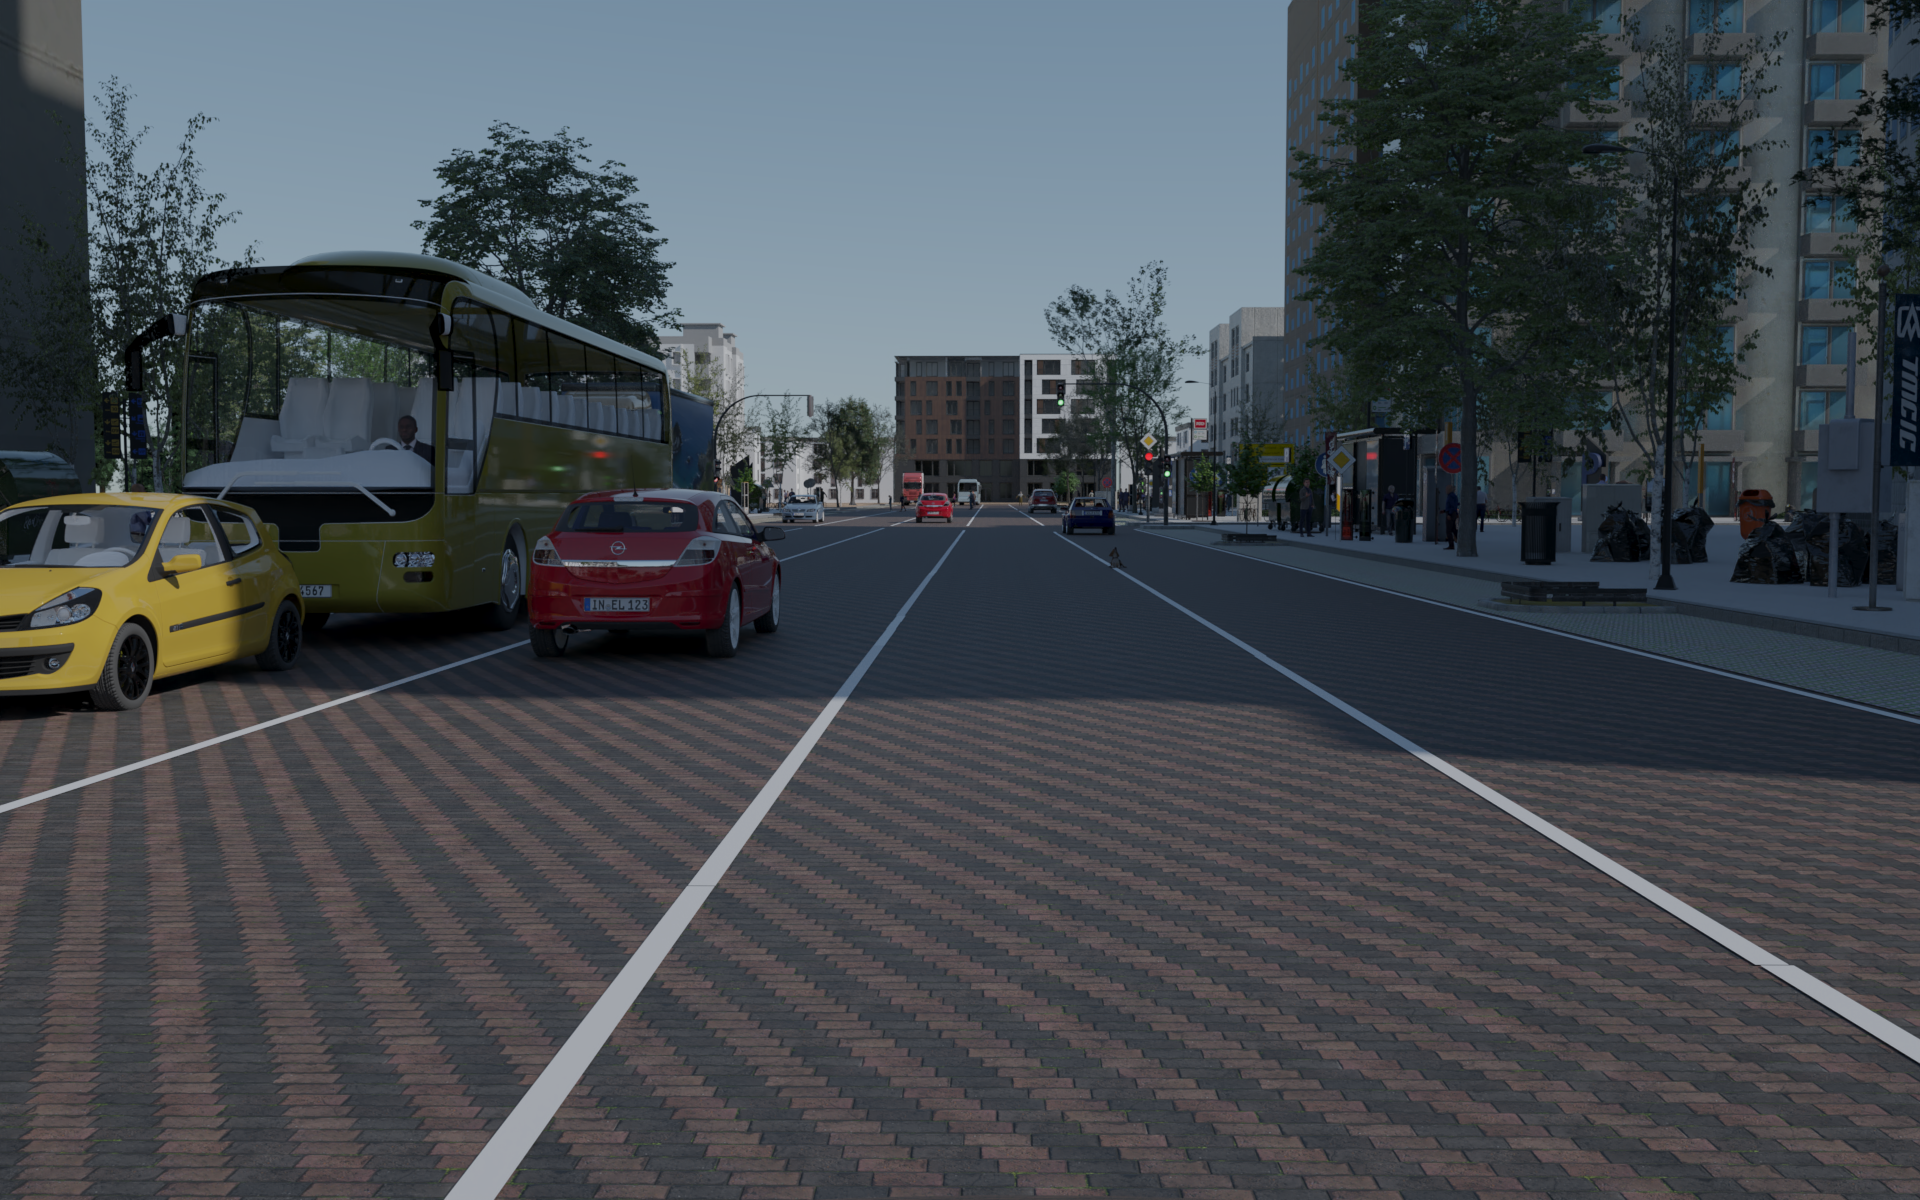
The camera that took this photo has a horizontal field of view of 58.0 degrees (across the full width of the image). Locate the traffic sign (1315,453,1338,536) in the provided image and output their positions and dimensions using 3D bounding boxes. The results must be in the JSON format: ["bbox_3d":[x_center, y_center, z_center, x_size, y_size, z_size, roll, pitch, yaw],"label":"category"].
[{"bbox_3d":[11.129,-3.201,52.450,0.768,2.556,0.104,0,4,5],"label":"traffic sign"}]

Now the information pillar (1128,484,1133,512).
[{"bbox_3d":[12.566,-7.523,127.490,0.304,2.012,0.304,-1,4,-12],"label":"information pillar"}]

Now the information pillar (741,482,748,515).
[{"bbox_3d":[-13.286,-6.271,107.027,0.304,2.012,0.304,-3,5,-42],"label":"information pillar"}]

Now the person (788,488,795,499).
[{"bbox_3d":[-12.495,-7.447,128.713,0.541,1.710,0.530,1,4,17],"label":"person"}]

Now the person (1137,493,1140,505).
[{"bbox_3d":[20.994,-12.008,205.630,0.557,1.426,1.065,-2,4,-35],"label":"person"}]

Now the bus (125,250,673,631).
[{"bbox_3d":[-5.873,-1.825,21.381,2.896,3.916,12.252,0,4,1],"label":"bus"}]

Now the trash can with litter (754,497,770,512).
[{"bbox_3d":[-14.063,-6.888,123.998,0.624,1.170,1.055,1,4,18],"label":"trash can with litter"}]

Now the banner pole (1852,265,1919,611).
[{"bbox_3d":[10.310,-1.777,19.079,0.863,3.779,0.401,-1,4,-13],"label":"banner pole"}]

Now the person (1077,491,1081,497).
[{"bbox_3d":[11.989,-10.240,174.932,0.415,1.643,0.593,2,4,24],"label":"person"}]

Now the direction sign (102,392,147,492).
[{"bbox_3d":[-18.580,-2.850,38.594,0.876,3.537,0.379,-2,4,-35],"label":"direction sign"}]

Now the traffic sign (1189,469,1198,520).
[{"bbox_3d":[11.609,-5.178,84.758,0.768,2.556,0.104,1,4,10],"label":"traffic sign"}]

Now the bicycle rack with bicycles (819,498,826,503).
[{"bbox_3d":[-12.587,-8.158,146.767,2.852,0.926,2.925,-2,4,-29],"label":"bicycle rack with bicycles"}]

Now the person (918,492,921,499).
[{"bbox_3d":[-3.604,-8.801,154.264,0.662,1.594,0.647,-2,4,-32],"label":"person"}]

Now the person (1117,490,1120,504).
[{"bbox_3d":[19.614,-12.776,215.032,1.348,1.812,0.705,0,4,5],"label":"person"}]

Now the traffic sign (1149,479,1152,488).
[{"bbox_3d":[16.623,-9.221,150.488,0.795,2.593,0.064,0,4,2],"label":"traffic sign"}]

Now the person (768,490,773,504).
[{"bbox_3d":[-25.371,-13.764,231.610,0.721,1.766,1.217,1,4,18],"label":"person"}]

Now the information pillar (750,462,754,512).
[{"bbox_3d":[-15.365,-8.307,127.176,0.183,3.616,0.504,2,4,31],"label":"information pillar"}]

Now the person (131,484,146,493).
[{"bbox_3d":[-11.341,-0.817,23.929,0.319,1.574,0.516,-3,5,-40],"label":"person"}]

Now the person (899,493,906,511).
[{"bbox_3d":[-4.723,-8.057,142.767,0.480,1.512,0.613,3,5,43],"label":"person"}]

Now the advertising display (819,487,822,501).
[{"bbox_3d":[-12.374,-8.955,151.632,0.123,1.923,0.974,-2,4,-28],"label":"advertising display"}]

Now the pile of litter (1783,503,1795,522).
[{"bbox_3d":[38.073,-3.970,78.881,1.176,0.858,1.719,3,4,38],"label":"pile of litter"}]

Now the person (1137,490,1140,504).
[{"bbox_3d":[22.050,-12.720,214.038,1.348,1.821,0.705,-2,4,-35],"label":"person"}]

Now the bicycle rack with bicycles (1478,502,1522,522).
[{"bbox_3d":[25.596,-4.044,79.497,2.852,0.926,2.925,-2,4,-34],"label":"bicycle rack with bicycles"}]

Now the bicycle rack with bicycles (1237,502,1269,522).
[{"bbox_3d":[13.815,-4.069,79.906,2.852,0.926,2.925,2,4,35],"label":"bicycle rack with bicycles"}]

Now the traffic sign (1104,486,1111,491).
[{"bbox_3d":[12.693,-9.035,147.719,0.884,2.594,0.081,1,4,10],"label":"traffic sign"}]

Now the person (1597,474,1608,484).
[{"bbox_3d":[17.660,-2.547,47.556,0.709,1.838,0.599,2,4,35],"label":"person"}]

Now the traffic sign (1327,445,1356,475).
[{"bbox_3d":[10.268,-2.866,46.584,0.795,2.593,0.064,0,4,3],"label":"traffic sign"}]

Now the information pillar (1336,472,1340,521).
[{"bbox_3d":[18.291,-5.602,82.951,0.504,3.616,0.183,-1,4,-18],"label":"information pillar"}]

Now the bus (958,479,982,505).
[{"bbox_3d":[1.225,-13.985,223.514,2.948,3.499,13.247,0,4,2],"label":"bus"}]

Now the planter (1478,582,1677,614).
[{"bbox_3d":[7.566,-0.029,21.608,1.991,0.319,1.994,0,4,1],"label":"planter"}]

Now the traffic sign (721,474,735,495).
[{"bbox_3d":[-13.937,-6.355,103.901,0.884,2.594,0.081,0,4,6],"label":"traffic sign"}]

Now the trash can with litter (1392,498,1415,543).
[{"bbox_3d":[11.659,-2.103,45.777,0.624,1.170,1.055,0,4,6],"label":"trash can with litter"}]

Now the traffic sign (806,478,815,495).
[{"bbox_3d":[-11.886,-8.426,137.868,0.768,2.556,0.104,0,4,4],"label":"traffic sign"}]

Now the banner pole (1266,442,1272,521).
[{"bbox_3d":[14.957,-5.666,82.656,0.401,3.779,0.863,3,5,44],"label":"banner pole"}]

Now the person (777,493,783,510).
[{"bbox_3d":[-14.925,-8.153,143.247,0.435,1.345,0.340,-2,4,-28],"label":"person"}]

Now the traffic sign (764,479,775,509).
[{"bbox_3d":[-15.812,-8.780,143.550,0.884,2.594,0.081,0,4,3],"label":"traffic sign"}]

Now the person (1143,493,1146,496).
[{"bbox_3d":[16.998,-9.322,159.165,0.721,1.736,1.217,-1,4,-10],"label":"person"}]

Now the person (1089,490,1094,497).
[{"bbox_3d":[15.260,-11.809,199.908,1.217,1.735,0.721,-3,5,-43],"label":"person"}]

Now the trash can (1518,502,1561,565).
[{"bbox_3d":[10.479,-1.206,31.364,0.748,1.137,0.748,0,3,0],"label":"trash can"}]

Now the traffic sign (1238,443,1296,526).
[{"bbox_3d":[12.115,-4.562,68.460,2.265,3.308,0.079,0,4,2],"label":"traffic sign"}]

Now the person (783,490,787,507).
[{"bbox_3d":[-17.184,-9.959,169.817,0.436,1.711,0.756,1,4,8],"label":"person"}]

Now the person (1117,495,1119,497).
[{"bbox_3d":[14.901,-9.725,165.837,0.721,1.735,1.217,3,5,41],"label":"person"}]

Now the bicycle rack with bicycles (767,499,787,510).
[{"bbox_3d":[-13.751,-7.551,136.841,2.925,0.926,2.852,-1,4,-10],"label":"bicycle rack with bicycles"}]

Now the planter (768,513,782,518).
[{"bbox_3d":[-10.435,-5.070,104.036,1.991,0.319,1.994,0,4,1],"label":"planter"}]

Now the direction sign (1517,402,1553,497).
[{"bbox_3d":[14.239,-3.115,42.929,0.876,3.537,0.379,3,5,40],"label":"direction sign"}]

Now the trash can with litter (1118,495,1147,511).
[{"bbox_3d":[13.492,-7.796,138.526,2.233,1.210,1.678,2,4,34],"label":"trash can with litter"}]

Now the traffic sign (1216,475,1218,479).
[{"bbox_3d":[14.962,-6.247,101.864,0.795,2.593,0.064,1,4,10],"label":"traffic sign"}]

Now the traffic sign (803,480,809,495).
[{"bbox_3d":[-13.332,-9.262,151.539,0.768,2.556,0.104,0,4,5],"label":"traffic sign"}]

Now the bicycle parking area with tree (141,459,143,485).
[{"bbox_3d":[-56.735,-7.848,115.316,9.016,4.147,8.231,3,5,39],"label":"bicycle parking area with tree"}]

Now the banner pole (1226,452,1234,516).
[{"bbox_3d":[15.535,-6.701,99.578,0.401,3.779,0.863,3,5,44],"label":"banner pole"}]

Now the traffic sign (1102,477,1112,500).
[{"bbox_3d":[11.246,-8.096,132.482,0.768,2.556,0.104,0,4,4],"label":"traffic sign"}]

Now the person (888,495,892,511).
[{"bbox_3d":[-5.751,-7.991,143.055,0.435,1.345,0.340,2,4,34],"label":"person"}]

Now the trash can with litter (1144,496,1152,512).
[{"bbox_3d":[13.985,-7.064,126.876,0.624,1.170,1.055,3,5,43],"label":"trash can with litter"}]

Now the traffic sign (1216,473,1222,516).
[{"bbox_3d":[15.314,-6.315,103.356,0.768,2.556,0.104,0,4,4],"label":"traffic sign"}]

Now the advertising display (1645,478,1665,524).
[{"bbox_3d":[27.329,-3.828,67.799,0.974,1.923,0.123,0,4,3],"label":"advertising display"}]

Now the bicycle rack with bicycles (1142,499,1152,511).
[{"bbox_3d":[14.047,-6.583,121.015,2.852,0.926,2.925,2,4,35],"label":"bicycle rack with bicycles"}]

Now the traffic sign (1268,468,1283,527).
[{"bbox_3d":[12.083,-3.929,66.364,0.606,2.300,0.079,0,4,5],"label":"traffic sign"}]

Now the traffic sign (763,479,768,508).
[{"bbox_3d":[-16.157,-8.880,145.287,0.768,2.556,0.104,0,4,6],"label":"traffic sign"}]

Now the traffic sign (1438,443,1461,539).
[{"bbox_3d":[12.248,-2.627,43.057,0.768,2.556,0.104,0,4,2],"label":"traffic sign"}]

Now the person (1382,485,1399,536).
[{"bbox_3d":[13.308,-2.752,53.243,0.569,1.553,0.471,2,4,28],"label":"person"}]
